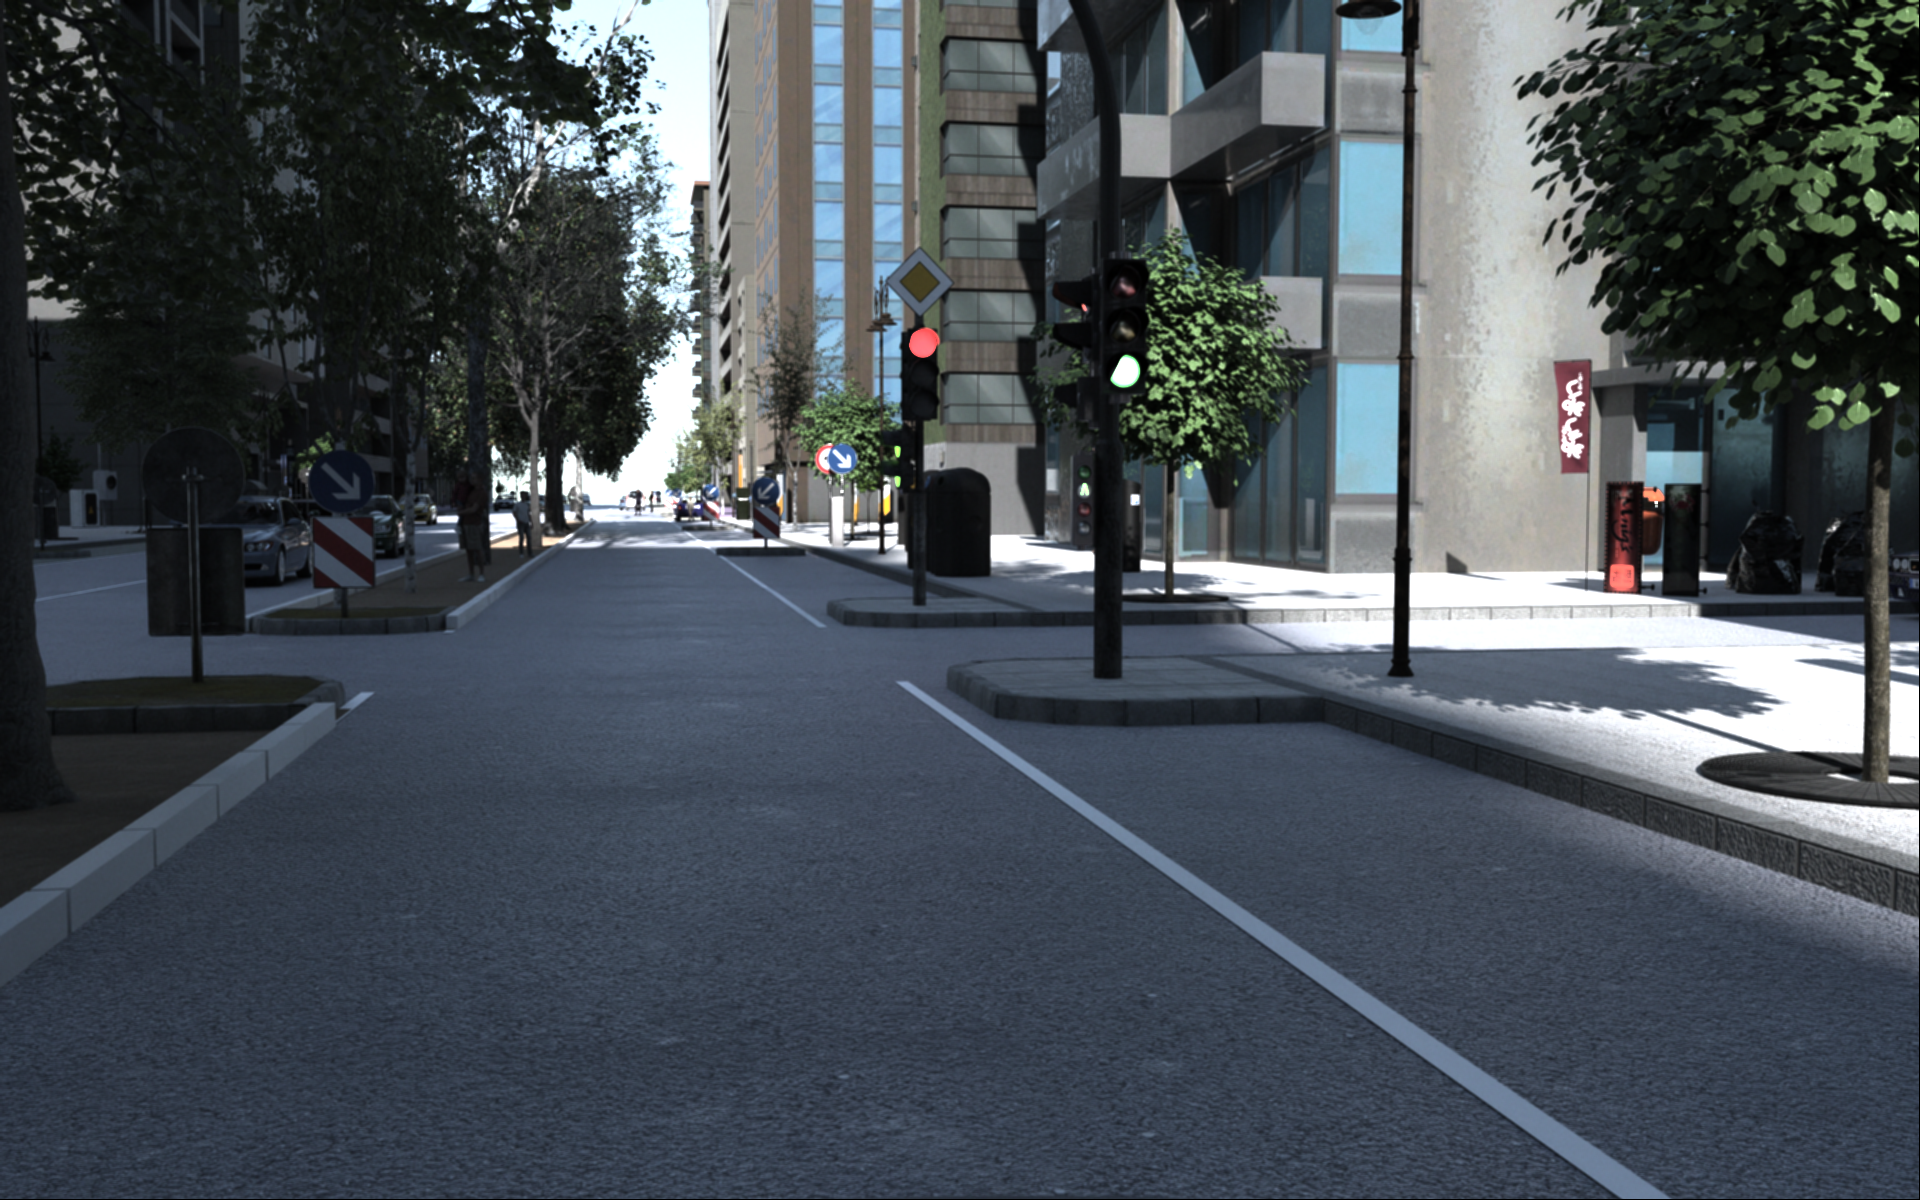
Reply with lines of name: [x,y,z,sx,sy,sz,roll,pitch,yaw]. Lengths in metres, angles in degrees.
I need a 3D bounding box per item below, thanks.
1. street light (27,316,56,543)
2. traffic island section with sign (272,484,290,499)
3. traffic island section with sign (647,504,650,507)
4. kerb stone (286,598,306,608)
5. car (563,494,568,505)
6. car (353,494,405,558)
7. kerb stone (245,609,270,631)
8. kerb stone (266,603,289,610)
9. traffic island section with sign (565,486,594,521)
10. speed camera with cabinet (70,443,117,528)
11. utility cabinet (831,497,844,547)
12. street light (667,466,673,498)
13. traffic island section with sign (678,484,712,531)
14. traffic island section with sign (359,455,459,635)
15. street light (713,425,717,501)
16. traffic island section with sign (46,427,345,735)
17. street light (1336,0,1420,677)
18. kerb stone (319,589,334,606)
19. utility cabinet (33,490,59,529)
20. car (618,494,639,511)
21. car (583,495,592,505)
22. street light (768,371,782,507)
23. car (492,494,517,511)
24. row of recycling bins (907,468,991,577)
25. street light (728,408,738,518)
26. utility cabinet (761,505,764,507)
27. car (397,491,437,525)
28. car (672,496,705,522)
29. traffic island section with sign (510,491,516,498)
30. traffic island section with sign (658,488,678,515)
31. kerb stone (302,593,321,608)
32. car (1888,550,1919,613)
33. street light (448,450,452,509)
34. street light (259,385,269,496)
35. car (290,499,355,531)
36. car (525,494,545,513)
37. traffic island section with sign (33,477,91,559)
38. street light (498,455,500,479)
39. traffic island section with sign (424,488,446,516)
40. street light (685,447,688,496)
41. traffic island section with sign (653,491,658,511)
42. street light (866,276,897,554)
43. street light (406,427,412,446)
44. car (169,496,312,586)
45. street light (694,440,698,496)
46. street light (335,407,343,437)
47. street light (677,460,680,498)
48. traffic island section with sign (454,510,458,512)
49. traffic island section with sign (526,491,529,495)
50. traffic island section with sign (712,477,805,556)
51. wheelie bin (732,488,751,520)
street light: [-23.998,-4.426,45.152,0.468,5.910,1.993,-1,4,-11]
traffic island section with sign: [-25.865,-3.505,65.931,1.989,1.847,2.006,-1,4,-11]
traffic island section with sign: [-34.675,-11.613,198.507,1.989,1.847,2.006,-1,4,-11]
kerb stone: [-7.901,0.110,20.423,0.120,0.150,1.000,-1,4,-11]
car: [-54.553,-13.875,236.638,2.009,1.686,4.222,-1,4,-12]
car: [-13.781,-1.721,39.942,2.131,1.459,4.920,-1,4,-12]
kerb stone: [-7.515,0.233,18.416,0.120,0.150,1.000,-1,4,-11]
kerb stone: [-7.714,0.170,19.418,0.120,0.150,1.000,-1,4,-11]
traffic island section with sign: [-20.509,-5.149,92.323,2.006,1.907,1.989,-1,4,-11]
speed camera with cabinet: [-33.144,-4.399,66.253,0.660,3.252,2.038,1,4,10]
utility cabinet: [-3.010,-1.925,42.636,0.306,1.237,1.020,0,4,-3]
street light: [-42.112,-16.953,249.966,0.468,5.910,1.993,-1,4,-11]
traffic island section with sign: [-9.945,-3.644,68.207,1.989,1.847,2.006,-1,4,-11]
traffic island section with sign: [-6.482,-0.634,18.500,2.006,1.907,1.989,-1,4,-11]
street light: [-15.889,-8.527,112.208,0.468,5.910,1.993,-1,4,-11]
traffic island section with sign: [-5.110,-0.189,11.221,2.006,1.907,1.989,-1,4,-11]
street light: [3.111,-2.401,12.049,0.468,5.910,1.993,-1,4,-11]
kerb stone: [-8.275,-0.010,22.435,0.120,0.150,1.000,-1,4,-11]
utility cabinet: [-33.566,-3.334,63.194,1.173,1.500,0.318,0,4,2]
car: [-28.908,-8.539,151.621,2.014,1.417,4.499,-1,4,-10]
car: [-49.518,-13.184,227.927,2.083,1.381,4.827,-1,4,-10]
street light: [-6.909,-5.635,64.925,0.468,5.910,1.993,-1,4,-11]
car: [-38.057,-8.265,144.918,2.009,1.686,4.222,-1,4,-12]
row of recycling bins: [-0.170,-1.302,28.406,1.069,1.692,3.534,-1,4,-10]
street light: [-12.183,-7.354,93.019,0.468,5.910,1.993,-1,4,-11]
utility cabinet: [-10.420,-5.081,94.242,0.306,1.237,1.020,3,5,44]
car: [-25.217,-4.274,80.108,2.015,1.641,3.980,-1,4,-12]
car: [-14.243,-4.842,91.740,1.945,1.354,3.894,-1,4,-12]
traffic island section with sign: [-50.535,-11.451,195.856,1.989,1.847,2.006,-1,4,-11]
traffic island section with sign: [-19.372,-6.684,117.908,1.989,1.847,2.006,-1,4,-11]
kerb stone: [-8.093,0.047,21.429,0.120,0.150,1.000,-1,4,-11]
car: [12.680,-0.431,19.626,3.894,1.354,1.945,-1,4,-10]
street light: [-43.609,-10.739,148.370,0.468,5.910,1.993,-1,4,-11]
street light: [-29.364,-6.143,73.228,0.468,5.910,1.993,-1,4,-11]
car: [-13.236,-1.370,34.985,1.945,1.354,3.894,-1,4,-9]
car: [-29.879,-6.864,122.010,2.009,1.686,4.222,-1,4,-13]
traffic island section with sign: [-20.720,-1.847,38.832,1.989,1.847,2.006,-1,4,-11]
street light: [-53.910,-14.047,202.455,0.468,5.910,1.993,-1,4,-11]
traffic island section with sign: [-35.120,-6.483,114.620,1.989,1.847,2.006,-1,4,-11]
street light: [-26.662,-11.997,168.945,0.468,5.910,1.993,-1,4,-11]
traffic island section with sign: [-24.446,-8.316,144.586,1.989,1.847,2.006,-1,4,-11]
street light: [-1.667,-3.917,36.825,0.468,5.910,1.993,-1,4,-11]
street light: [-38.230,-9.008,120.071,0.468,5.910,1.993,-1,4,-11]
car: [-11.733,-0.999,28.331,2.014,1.417,4.499,-1,4,-11]
street light: [-21.340,-10.267,140.645,0.468,5.910,1.993,-1,4,-11]
street light: [-32.897,-7.284,91.887,0.468,5.910,1.993,-1,4,-11]
street light: [-31.449,-13.518,193.799,0.468,5.910,1.993,-1,4,-11]
traffic island section with sign: [-40.203,-8.122,141.429,1.989,1.847,2.006,-1,4,-11]
traffic island section with sign: [-55.662,-13.101,222.833,1.989,1.847,2.006,-1,4,-11]
traffic island section with sign: [-4.736,-1.970,40.830,1.989,1.847,2.006,-1,4,-11]
wheelie bin: [-10.773,-4.740,85.402,0.980,1.594,0.693,-1,4,-17]
